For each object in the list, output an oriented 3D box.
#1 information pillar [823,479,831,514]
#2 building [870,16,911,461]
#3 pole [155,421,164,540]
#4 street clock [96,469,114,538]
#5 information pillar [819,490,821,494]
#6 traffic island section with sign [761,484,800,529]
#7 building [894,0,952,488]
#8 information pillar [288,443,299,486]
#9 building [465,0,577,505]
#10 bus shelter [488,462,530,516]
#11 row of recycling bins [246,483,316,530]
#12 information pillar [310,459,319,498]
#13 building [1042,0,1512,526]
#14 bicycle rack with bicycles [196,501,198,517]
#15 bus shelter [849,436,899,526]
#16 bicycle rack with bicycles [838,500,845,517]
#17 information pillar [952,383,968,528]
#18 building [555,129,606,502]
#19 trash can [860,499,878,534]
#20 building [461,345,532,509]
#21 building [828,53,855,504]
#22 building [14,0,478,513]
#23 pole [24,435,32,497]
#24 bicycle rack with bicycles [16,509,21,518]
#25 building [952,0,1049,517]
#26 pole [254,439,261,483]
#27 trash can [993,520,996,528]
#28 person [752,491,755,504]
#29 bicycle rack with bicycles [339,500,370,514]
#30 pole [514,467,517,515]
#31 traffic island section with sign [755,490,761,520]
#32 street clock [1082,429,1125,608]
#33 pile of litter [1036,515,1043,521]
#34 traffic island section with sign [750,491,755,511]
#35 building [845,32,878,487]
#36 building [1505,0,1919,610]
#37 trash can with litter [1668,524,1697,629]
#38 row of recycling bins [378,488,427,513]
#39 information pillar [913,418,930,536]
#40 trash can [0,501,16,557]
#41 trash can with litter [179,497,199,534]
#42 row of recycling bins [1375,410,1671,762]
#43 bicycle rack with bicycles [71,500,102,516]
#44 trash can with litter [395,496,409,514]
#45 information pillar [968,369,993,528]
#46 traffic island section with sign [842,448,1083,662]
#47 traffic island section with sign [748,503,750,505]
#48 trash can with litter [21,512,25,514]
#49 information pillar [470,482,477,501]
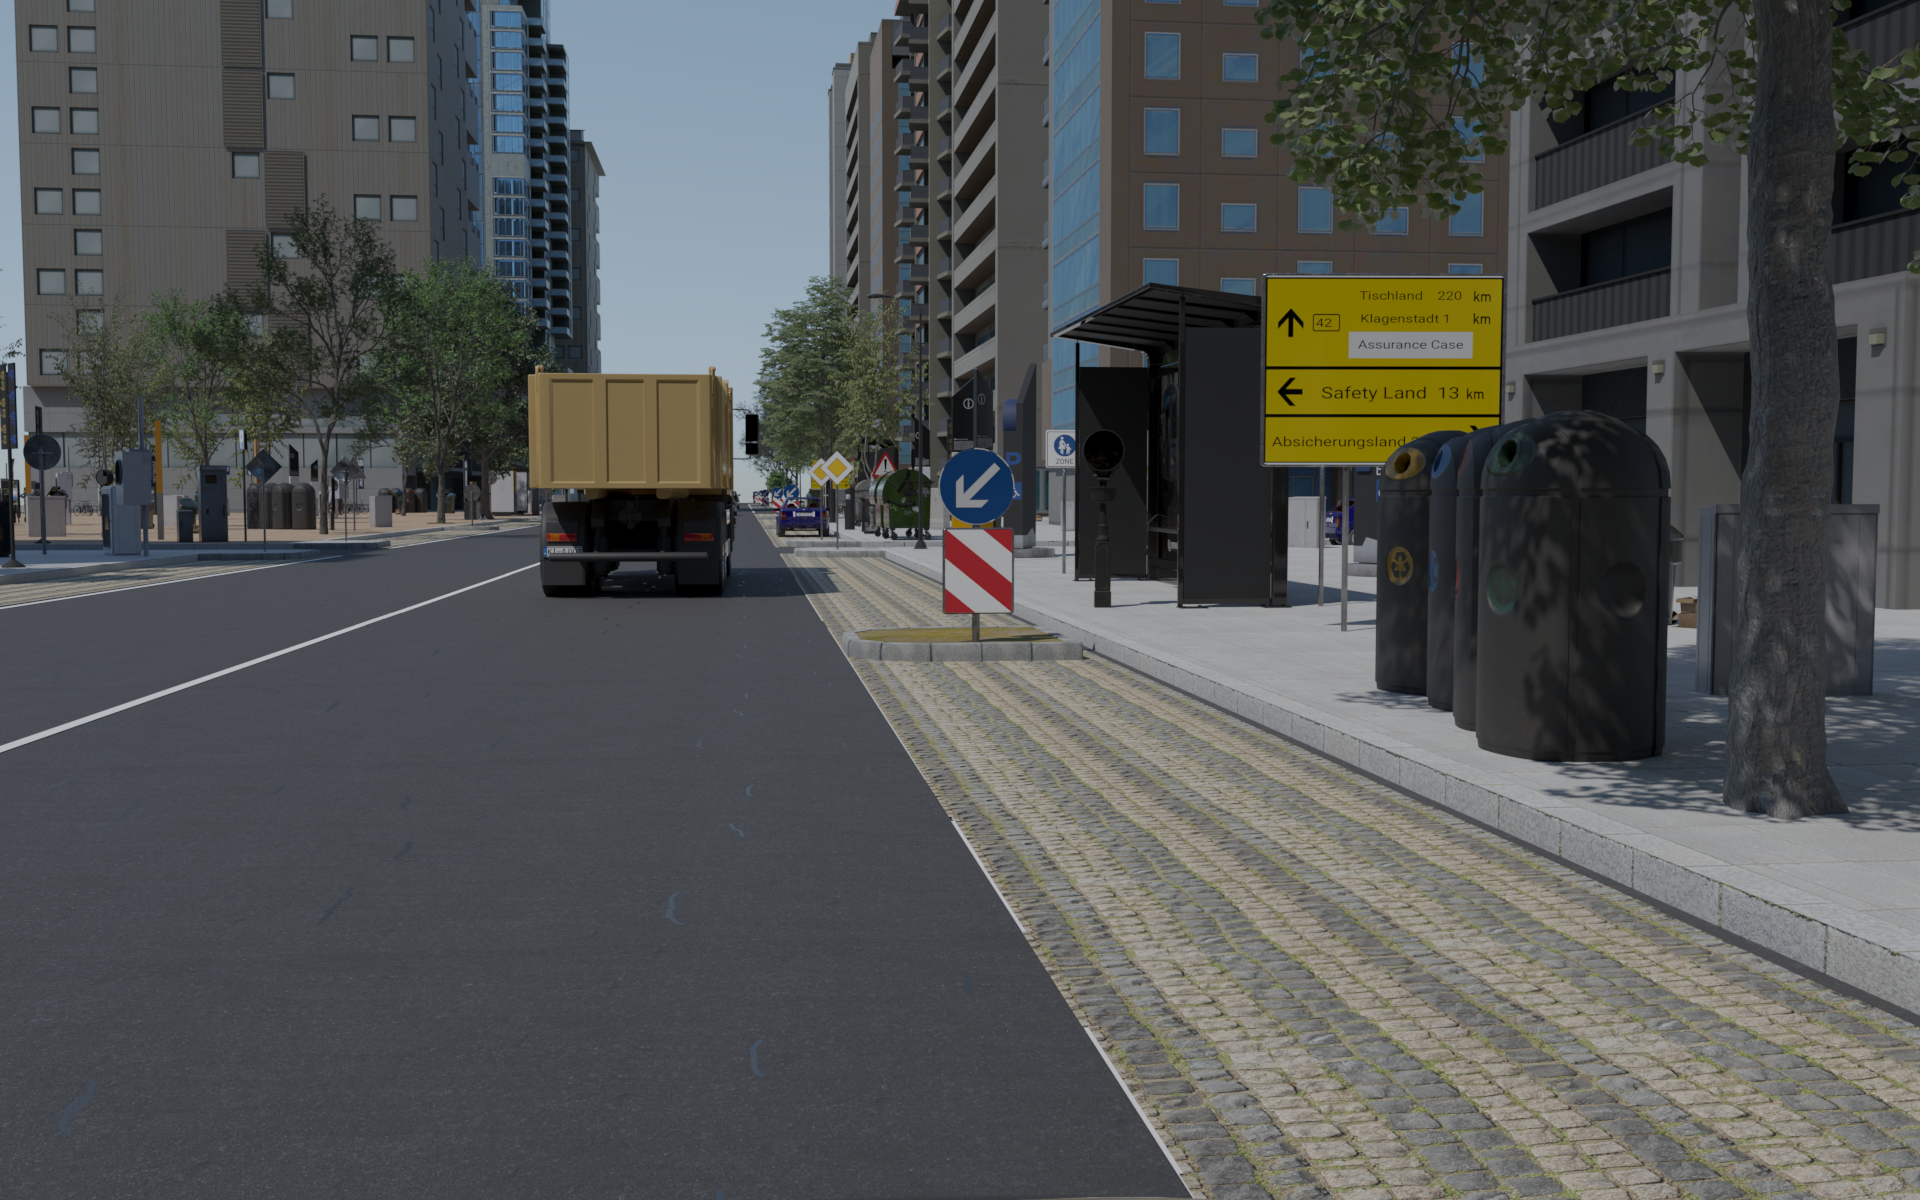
[{"bbox_3d":[-6.433,-4.861,83.974,0.304,2.012,0.304,-1,4,-22],"label":"information pillar"},{"bbox_3d":[-0.973,-31.342,162.557,14.600,45.320,14.200,0,4,-7],"label":"building"},{"bbox_3d":[-22.356,-3.335,48.364,0.158,3.312,0.155,0,3,0],"label":"pole"},{"bbox_3d":[-25.071,-2.828,50.814,0.471,2.002,0.358,1,4,20],"label":"street clock"},{"bbox_3d":[-9.814,-7.041,119.617,0.304,2.012,0.304,3,5,40],"label":"information pillar"},{"bbox_3d":[-7.008,-3.797,70.709,1.989,1.847,2.006,0,4,-7],"label":"traffic island section with sign"},{"bbox_3d":[6.160,-29.797,141.807,22.147,44.769,28.867,0,4,-7],"label":"building"},{"bbox_3d":[-30.886,-5.441,80.320,0.183,3.616,0.504,3,4,37],"label":"information pillar"},{"bbox_3d":[-60.629,-55.656,222.647,22.319,86.520,31.000,0,4,-7],"label":"building"},{"bbox_3d":[-26.697,-6.606,101.926,2.014,3.302,5.546,0,4,-7],"label":"bus shelter"},{"bbox_3d":[-24.772,-3.426,63.132,3.534,1.692,1.069,2,4,34],"label":"row of recycling bins"},{"bbox_3d":[-42.804,-7.557,114.918,0.504,3.616,0.183,-3,5,-39],"label":"information pillar"},{"bbox_3d":[11.261,-25.389,65.227,14.200,45.320,14.600,0,4,-7],"label":"building"},{"bbox_3d":[-42.237,-4.992,94.999,2.852,0.926,2.925,-3,5,-41],"label":"bicycle rack with bicycles"},{"bbox_3d":[-3.641,-5.030,73.517,1.731,3.624,6.357,0,4,-7],"label":"bus shelter"},{"bbox_3d":[-8.564,-5.842,108.897,2.852,0.926,2.925,-1,4,-18],"label":"bicycle rack with bicycles"},{"bbox_3d":[0.090,-2.629,34.331,0.504,3.616,0.183,-1,4,-9],"label":"information pillar"},{"bbox_3d":[-66.819,-40.556,252.323,28.713,52.752,27.495,0,4,-7],"label":"building"},{"bbox_3d":[-2.873,-2.702,55.825,0.748,1.137,0.748,0,3,0],"label":"trash can"},{"bbox_3d":[-55.299,-19.252,159.817,27.650,21.520,28.899,0,4,-7],"label":"building"},{"bbox_3d":[-7.544,-42.669,239.630,21.231,58.520,28.212,0,4,-7],"label":"building"},{"bbox_3d":[-51.697,-33.132,130.950,28.713,52.752,27.495,0,4,-7],"label":"building"},{"bbox_3d":[-32.108,-4.027,59.682,0.158,3.312,0.155,0,3,0],"label":"pole"},{"bbox_3d":[-51.202,-4.835,92.441,2.852,0.926,2.925,-1,4,-16],"label":"bicycle rack with bicycles"},{"bbox_3d":[11.339,-29.563,107.056,21.300,48.544,21.600,0,4,-7],"label":"building"},{"bbox_3d":[-26.212,-4.331,64.651,0.158,3.312,0.155,0,3,0],"label":"pole"},{"bbox_3d":[0.541,-1.768,40.554,0.748,1.137,0.748,0,3,0],"label":"trash can"},{"bbox_3d":[-28.961,-14.352,243.085,0.705,1.831,1.348,0,4,7],"label":"person"},{"bbox_3d":[-39.533,-6.054,112.358,2.852,0.926,2.925,3,5,43],"label":"bicycle rack with bicycles"},{"bbox_3d":[-27.257,-6.872,106.202,0.158,3.312,0.155,0,3,0],"label":"pole"},{"bbox_3d":[-10.377,-5.433,97.454,1.989,1.847,2.006,0,4,-7],"label":"traffic island section with sign"},{"bbox_3d":[1.615,-0.917,19.556,0.471,2.002,0.358,0,4,1],"label":"street clock"},{"bbox_3d":[3.348,-4.093,80.893,1.719,0.858,1.176,-1,4,-20],"label":"pile of litter"},{"bbox_3d":[-16.681,-8.485,147.358,1.989,1.847,2.006,0,4,-7],"label":"traffic island section with sign"},{"bbox_3d":[-0.600,-34.059,180.561,21.300,48.544,21.600,0,4,-7],"label":"building"},{"bbox_3d":[19.910,-35.751,22.775,20.563,71.187,20.611,0,4,-7],"label":"building"},{"bbox_3d":[6.965,-0.335,16.868,0.624,1.170,1.055,-3,5,-41],"label":"trash can with litter"},{"bbox_3d":[-37.684,-6.724,117.044,1.069,1.692,3.534,3,5,39],"label":"row of recycling bins"},{"bbox_3d":[-1.156,-3.751,52.687,0.504,3.616,0.183,0,4,7],"label":"information pillar"},{"bbox_3d":[-19.578,-1.438,35.166,0.748,1.137,0.748,0,3,0],"label":"trash can"},{"bbox_3d":[-25.046,-2.760,56.518,1.055,1.170,0.624,3,5,45],"label":"trash can with litter"},{"bbox_3d":[3.153,-0.174,9.964,1.069,1.692,3.534,0,4,3],"label":"row of recycling bins"},{"bbox_3d":[-51.079,-5.335,100.608,2.852,0.926,2.925,-3,5,-44],"label":"bicycle rack with bicycles"},{"bbox_3d":[-35.425,-6.021,109.835,0.624,1.170,1.055,0,4,3],"label":"trash can with litter"},{"bbox_3d":[0.429,-2.522,32.587,0.183,3.616,0.504,3,5,42],"label":"information pillar"},{"bbox_3d":[-0.053,-0.430,15.654,1.989,1.847,2.006,0,4,-7],"label":"traffic island section with sign"},{"bbox_3d":[-20.057,-10.121,174.102,1.989,1.847,2.006,0,4,-7],"label":"traffic island section with sign"},{"bbox_3d":[-61.439,-6.208,112.554,1.678,1.210,2.233,-3,5,-41],"label":"trash can with litter"},{"bbox_3d":[-29.692,-6.191,105.711,0.304,2.012,0.304,-3,4,-37],"label":"information pillar"}]
